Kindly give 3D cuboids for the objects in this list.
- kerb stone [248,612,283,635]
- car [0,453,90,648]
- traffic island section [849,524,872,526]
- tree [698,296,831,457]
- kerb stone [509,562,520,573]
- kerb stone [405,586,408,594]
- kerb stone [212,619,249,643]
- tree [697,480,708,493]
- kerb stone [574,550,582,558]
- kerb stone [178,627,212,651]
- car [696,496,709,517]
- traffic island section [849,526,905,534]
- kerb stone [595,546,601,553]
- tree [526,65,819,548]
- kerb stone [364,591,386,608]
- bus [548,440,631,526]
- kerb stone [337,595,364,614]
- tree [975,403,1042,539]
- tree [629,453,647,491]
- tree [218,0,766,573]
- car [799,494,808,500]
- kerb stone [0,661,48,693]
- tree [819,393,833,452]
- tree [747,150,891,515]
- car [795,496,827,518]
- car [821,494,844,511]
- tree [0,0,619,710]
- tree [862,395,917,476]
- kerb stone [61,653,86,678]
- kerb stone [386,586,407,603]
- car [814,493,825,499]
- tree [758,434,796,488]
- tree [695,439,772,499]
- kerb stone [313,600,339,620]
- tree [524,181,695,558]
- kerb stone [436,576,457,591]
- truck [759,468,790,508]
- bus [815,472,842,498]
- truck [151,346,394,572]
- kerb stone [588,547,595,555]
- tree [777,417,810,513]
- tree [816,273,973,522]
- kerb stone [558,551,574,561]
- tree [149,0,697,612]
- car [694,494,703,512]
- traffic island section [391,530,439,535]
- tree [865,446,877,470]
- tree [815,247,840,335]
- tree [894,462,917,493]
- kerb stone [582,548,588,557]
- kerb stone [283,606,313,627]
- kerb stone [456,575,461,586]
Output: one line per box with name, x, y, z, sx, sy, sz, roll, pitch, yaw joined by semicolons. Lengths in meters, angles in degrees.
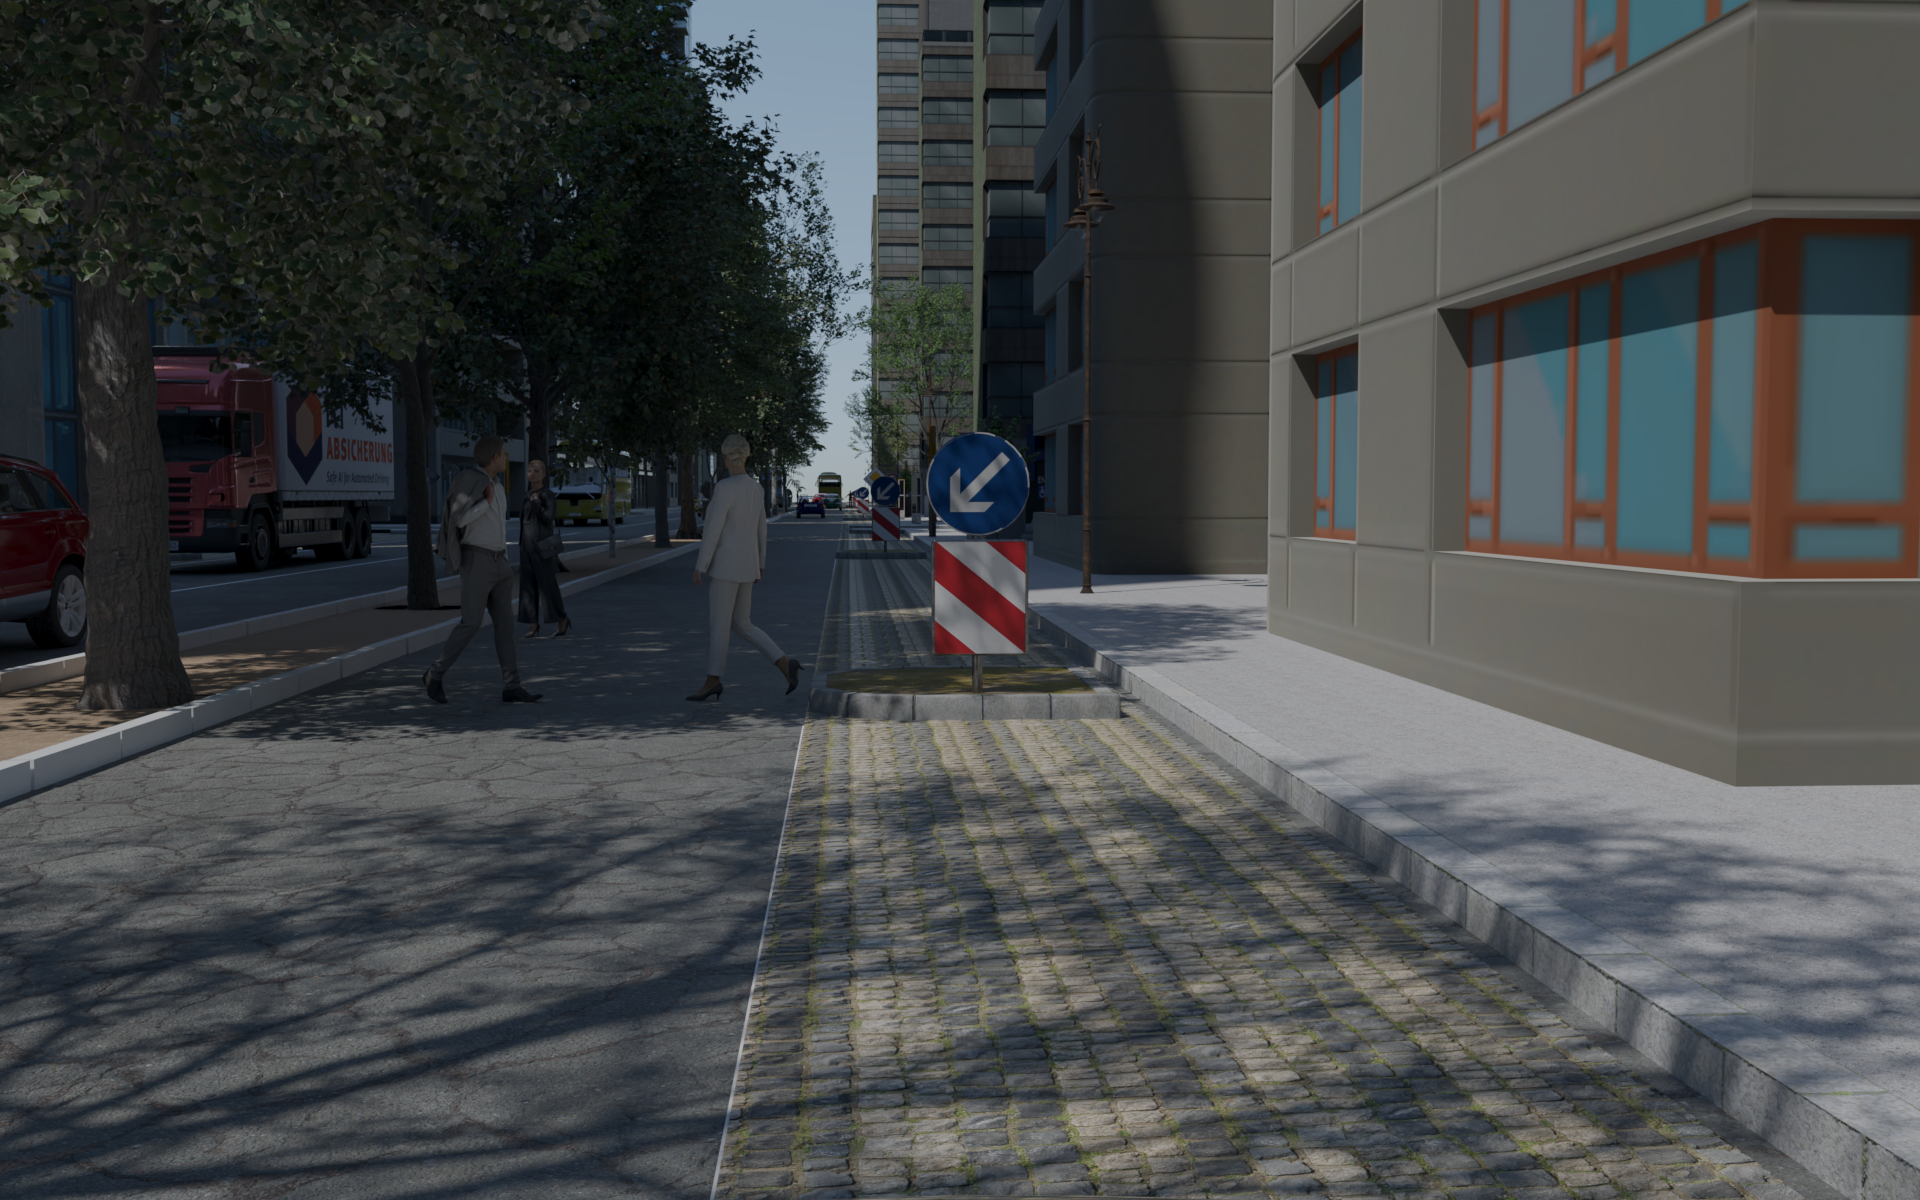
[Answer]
kerb stone;-7.268;0.259;17.958;0.120;0.150;1.000;0;4;-4
car;-9.237;-0.366;14.665;2.281;1.827;5.304;0;4;-3
traffic island section;-3.567;-3.003;71.379;2.009;0.180;2.903;0;4;-4
tree;-10.522;-8.939;83.021;8.767;10.594;7.601;0;4;-4
kerb stone;-8.195;-0.616;32.263;0.120;0.150;1.000;0;4;-4
kerb stone;-7.665;-0.116;24.086;0.120;0.150;1.000;0;4;-4
kerb stone;-7.208;0.324;16.934;0.120;0.150;1.000;0;4;-4
tree;-30.558;-13.049;207.960;1.663;3.219;1.824;0;3;0
kerb stone;-8.587;-0.992;38.409;0.120;0.150;1.000;0;4;-4
kerb stone;-7.139;0.384;15.914;0.120;0.150;1.000;0;4;-4
car;-15.936;-6.199;111.584;2.015;1.641;3.980;0;4;-3
traffic island section;-3.051;-2.516;63.411;2.009;0.180;2.903;0;4;-4
kerb stone;-8.795;-1.179;41.473;0.120;0.150;1.000;0;4;-4
tree;-7.767;-7.623;45.221;7.486;12.596;7.792;0;3;0
kerb stone;-7.529;0.014;22.041;0.120;0.150;1.000;0;4;-4
bus;-17.173;-5.443;80.539;2.896;3.916;12.252;0;4;-5
kerb stone;-7.464;0.072;21.019;0.120;0.150;1.000;0;4;-4
tree;0.748;-2.607;37.220;1.663;3.219;1.824;0;3;0
tree;-27.342;-11.739;142.295;4.360;8.622;3.978;0;3;0
tree;-7.606;-6.820;30.967;9.611;12.733;9.660;0;3;0
car;-26.139;-16.998;289.912;2.014;1.417;4.499;0;4;-5
kerb stone;-6.935;0.572;12.848;0.120;0.150;1.000;0;4;-4
tree;-11.568;-11.255;104.596;7.486;12.596;7.792;0;3;0
tree;-10.323;-14.431;94.294;12.611;20.169;13.585;0;3;0
car;-8.936;-5.573;103.703;1.945;1.354;3.894;0;4;-5
car;-11.130;-8.460;150.126;2.131;1.459;4.920;0;4;-4
tree;-5.544;-6.244;11.195;9.857;13.997;8.962;0;3;0
tree;-5.029;-10.882;128.289;4.737;8.622;4.395;0;3;0
kerb stone;-7.010;0.509;13.874;0.120;0.150;1.000;0;4;-4
kerb stone;-7.591;-0.045;23.067;0.120;0.150;1.000;0;4;-4
car;-13.180;-9.507;164.486;2.155;1.783;4.494;0;4;-5
tree;-13.461;-10.542;125.181;4.737;8.622;4.395;0;3;0
tree;-8.839;-6.672;61.901;4.360;8.622;3.978;0;3;0
kerb stone;-7.407;0.138;19.998;0.120;0.150;1.000;0;4;-4
tree;-7.805;-5.246;38.595;4.737;8.622;4.395;0;3;0
kerb stone;-7.796;-0.238;26.132;0.120;0.150;1.000;0;4;-4
truck;-19.932;-12.051;186.791;2.967;4.110;18.799;0;4;-3
bus;-14.588;-12.309;192.798;2.896;3.916;12.252;0;4;-5
truck;-14.202;-2.825;35.111;2.839;4.237;11.283;0;4;-3
kerb stone;-8.728;-1.111;40.454;0.120;0.150;1.000;0;4;-4
tree;-14.433;-11.709;144.258;4.360;8.622;3.978;0;3;0
tree;-1.230;-9.480;80.751;9.928;11.665;9.643;0;3;0
kerb stone;-8.524;-0.928;37.383;0.120;0.150;1.000;0;4;-4
tree;-6.759;-5.686;21.182;9.928;11.665;9.643;0;3;0
car;-20.567;-7.994;140.931;2.015;1.641;3.980;0;4;-2
traffic island section;-19.109;-2.453;62.380;2.009;0.180;2.903;0;4;-4
tree;-10.823;-17.356;234.131;4.360;8.622;3.978;0;3;0
tree;-8.644;-8.271;54.702;9.611;12.733;9.660;0;3;0
tree;-3.255;-6.637;103.115;1.663;3.219;1.824;0;3;0
kerb stone;-8.659;-1.052;39.429;0.120;0.150;1.000;0;4;-4
kerb stone;-7.335;0.198;18.979;0.120;0.150;1.000;0;4;-4
kerb stone;-7.864;-0.303;27.152;0.120;0.150;1.000;0;4;-4
